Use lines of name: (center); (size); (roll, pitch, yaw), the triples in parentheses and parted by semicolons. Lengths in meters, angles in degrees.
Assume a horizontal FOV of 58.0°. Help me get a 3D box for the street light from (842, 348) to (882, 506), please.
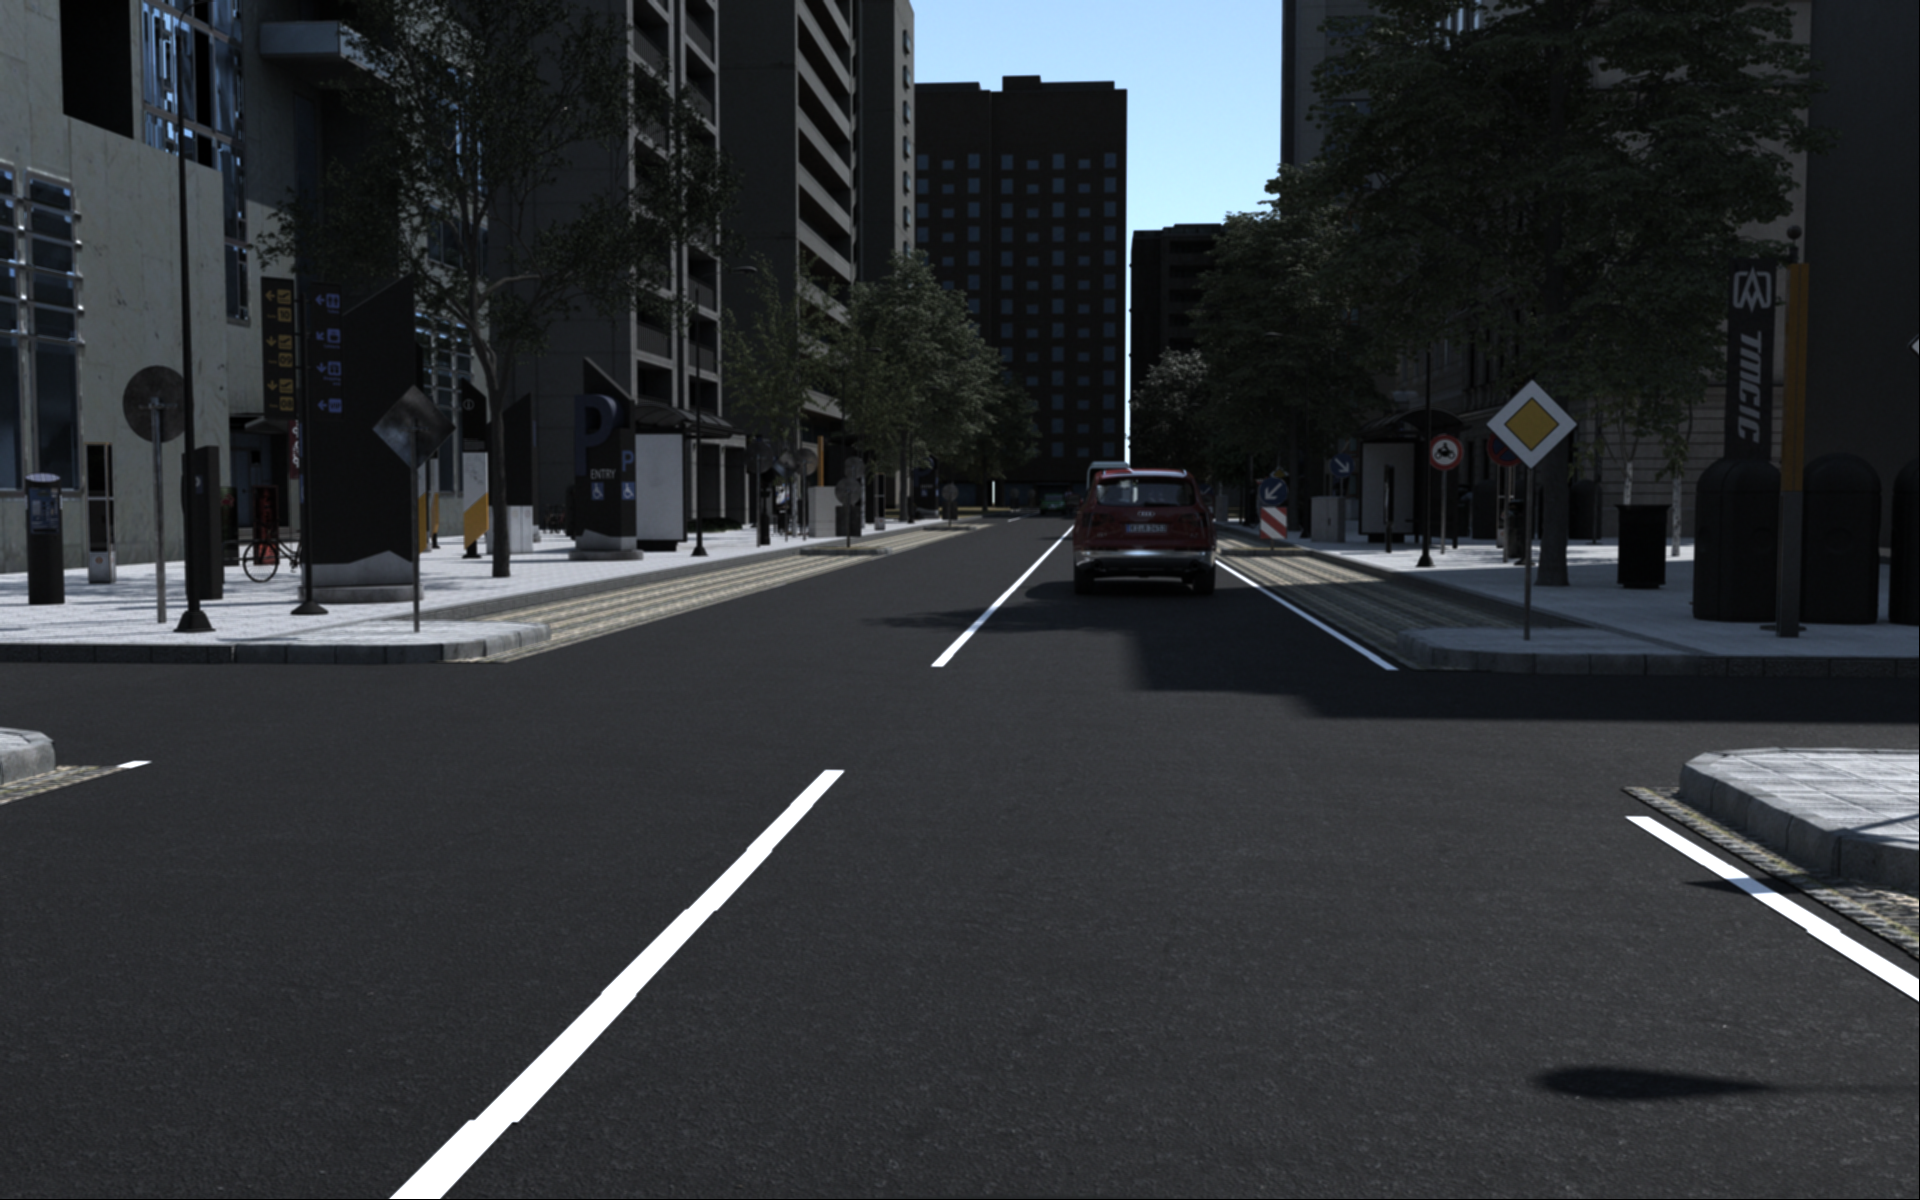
street light: (-3.190, -5.063, 55.314); (1.470, 5.913, 1.316); (0, 4, 5)

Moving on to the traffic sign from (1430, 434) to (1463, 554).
traffic sign: (10.302, -2.249, 36.884); (0.768, 2.556, 0.104); (0, 4, 5)

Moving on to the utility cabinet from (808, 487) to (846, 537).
utility cabinet: (-3.969, -2.593, 51.078); (0.318, 1.500, 1.173); (3, 5, 40)

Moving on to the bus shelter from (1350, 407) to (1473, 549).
bus shelter: (11.099, -3.004, 43.035); (2.014, 3.302, 5.546); (0, 4, 5)

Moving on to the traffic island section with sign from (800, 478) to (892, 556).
traffic island section with sign: (-2.642, -1.975, 40.925); (1.989, 1.847, 2.006); (0, 4, 5)

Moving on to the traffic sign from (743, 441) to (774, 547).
traffic sign: (-4.887, -2.558, 41.925); (0.768, 2.556, 0.104); (1, 4, 14)

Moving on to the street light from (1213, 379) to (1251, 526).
street light: (11.006, -5.946, 69.758); (1.470, 5.913, 1.316); (0, 4, 5)

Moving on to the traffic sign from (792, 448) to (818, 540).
traffic sign: (-4.301, -2.918, 47.814); (0.768, 2.556, 0.104); (1, 4, 10)

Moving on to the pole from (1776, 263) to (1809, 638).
pole: (7.426, -1.321, 15.449); (0.158, 3.312, 0.155); (0, 3, 0)

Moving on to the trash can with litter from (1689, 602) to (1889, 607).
trash can with litter: (9.720, -0.556, 20.147); (2.233, 1.210, 1.678); (2, 4, 24)

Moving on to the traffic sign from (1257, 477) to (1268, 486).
traffic sign: (15.504, -5.464, 89.444); (0.768, 2.556, 0.104); (0, 4, 7)

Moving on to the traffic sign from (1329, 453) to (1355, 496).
traffic sign: (11.884, -3.292, 53.925); (0.768, 2.556, 0.104); (1, 4, 13)

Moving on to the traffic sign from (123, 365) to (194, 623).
traffic sign: (-7.950, -1.044, 17.174); (0.768, 2.556, 0.104); (1, 4, 9)

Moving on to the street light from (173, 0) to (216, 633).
street light: (-6.611, -2.655, 15.947); (1.470, 5.913, 1.316); (0, 4, 5)

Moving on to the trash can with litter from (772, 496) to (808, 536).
trash can with litter: (-4.895, -2.580, 53.241); (1.678, 1.210, 2.233); (-3, 4, -39)

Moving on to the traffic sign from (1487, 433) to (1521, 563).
traffic sign: (10.163, -1.963, 32.195); (0.768, 2.556, 0.104); (0, 4, 8)

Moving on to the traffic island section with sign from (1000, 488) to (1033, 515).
traffic island section with sign: (3.769, -6.655, 117.440); (1.989, 1.847, 2.006); (0, 4, 5)

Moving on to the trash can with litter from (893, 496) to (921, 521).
trash can with litter: (-2.686, -4.445, 83.731); (1.678, 1.210, 2.233); (2, 4, 26)

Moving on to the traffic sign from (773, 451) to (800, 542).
traffic sign: (-4.667, -2.774, 46.538); (0.795, 2.450, 0.064); (1, 4, 13)

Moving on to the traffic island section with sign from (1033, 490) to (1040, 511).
traffic island section with sign: (6.055, -8.318, 144.626); (1.989, 1.847, 2.006); (0, 4, 5)

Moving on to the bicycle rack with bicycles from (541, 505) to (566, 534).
bicycle rack with bicycles: (-13.871, -2.669, 57.024); (2.852, 0.926, 2.925); (0, 4, 6)

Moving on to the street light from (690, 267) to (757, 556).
street light: (-4.854, -3.858, 35.627); (1.470, 5.913, 1.316); (0, 4, 5)

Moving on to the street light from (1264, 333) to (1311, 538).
street light: (9.459, -4.741, 50.061); (1.470, 5.913, 1.316); (0, 4, 5)

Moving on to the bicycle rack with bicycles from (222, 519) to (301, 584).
bicycle rack with bicycles: (-9.216, -0.730, 25.313); (2.852, 0.926, 2.925); (1, 4, 20)

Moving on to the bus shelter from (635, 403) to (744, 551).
bus shelter: (-6.689, -2.893, 41.222); (2.014, 3.302, 5.546); (0, 4, 5)

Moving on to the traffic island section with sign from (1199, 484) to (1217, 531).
traffic island section with sign: (9.364, -3.583, 67.210); (1.989, 1.847, 2.006); (0, 4, 5)

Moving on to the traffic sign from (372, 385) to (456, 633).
traffic sign: (-5.034, -0.756, 15.997); (0.795, 2.450, 0.064); (0, 4, 5)

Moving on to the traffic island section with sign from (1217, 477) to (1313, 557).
traffic island section with sign: (7.113, -1.940, 40.348); (1.989, 1.847, 2.006); (0, 4, 5)

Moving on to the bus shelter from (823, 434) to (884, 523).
bus shelter: (-4.321, -4.837, 70.365); (1.731, 3.624, 6.357); (0, 4, 5)

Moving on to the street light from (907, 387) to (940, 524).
street light: (-1.588, -6.276, 75.147); (1.470, 5.913, 1.316); (0, 4, 5)

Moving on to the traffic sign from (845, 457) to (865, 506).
traffic sign: (-3.610, -3.590, 58.806); (0.768, 2.556, 0.104); (0, 4, 7)

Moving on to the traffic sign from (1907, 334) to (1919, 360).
traffic sign: (4.306, -0.217, 7.184); (0.795, 2.450, 0.064); (0, 4, 5)

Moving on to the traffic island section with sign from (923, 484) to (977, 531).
traffic island section with sign: (-0.356, -3.638, 68.103); (1.989, 1.847, 2.006); (0, 4, 5)

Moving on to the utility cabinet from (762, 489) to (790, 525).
utility cabinet: (-7.617, -3.855, 71.704); (1.173, 1.500, 0.318); (1, 4, 21)

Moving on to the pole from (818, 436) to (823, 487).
pole: (-4.894, -4.094, 60.783); (0.158, 3.312, 0.155); (0, 3, 0)

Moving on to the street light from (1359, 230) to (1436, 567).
street light: (7.663, -3.538, 30.384); (1.470, 5.913, 1.316); (0, 4, 5)

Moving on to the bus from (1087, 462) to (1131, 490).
bus: (9.194, -6.739, 105.038); (2.948, 3.499, 13.247); (0, 4, 6)

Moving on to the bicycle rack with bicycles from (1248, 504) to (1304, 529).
bicycle rack with bicycles: (12.291, -3.082, 63.768); (2.852, 0.926, 2.925); (-1, 4, -20)

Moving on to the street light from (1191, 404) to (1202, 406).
street light: (12.594, -7.151, 89.452); (1.470, 5.913, 1.316); (0, 4, 5)

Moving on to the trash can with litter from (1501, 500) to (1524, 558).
trash can with litter: (11.154, -1.436, 34.873); (0.624, 1.170, 1.055); (1, 4, 11)

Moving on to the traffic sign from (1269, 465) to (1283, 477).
traffic sign: (12.554, -4.095, 68.138); (0.795, 2.450, 0.064); (0, 4, 7)

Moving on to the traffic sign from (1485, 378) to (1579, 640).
traffic sign: (4.973, -0.703, 15.141); (0.795, 2.450, 0.064); (0, 4, 5)

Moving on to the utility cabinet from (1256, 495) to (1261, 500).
utility cabinet: (14.852, -4.478, 84.372); (1.020, 1.237, 0.306); (1, 4, 9)
